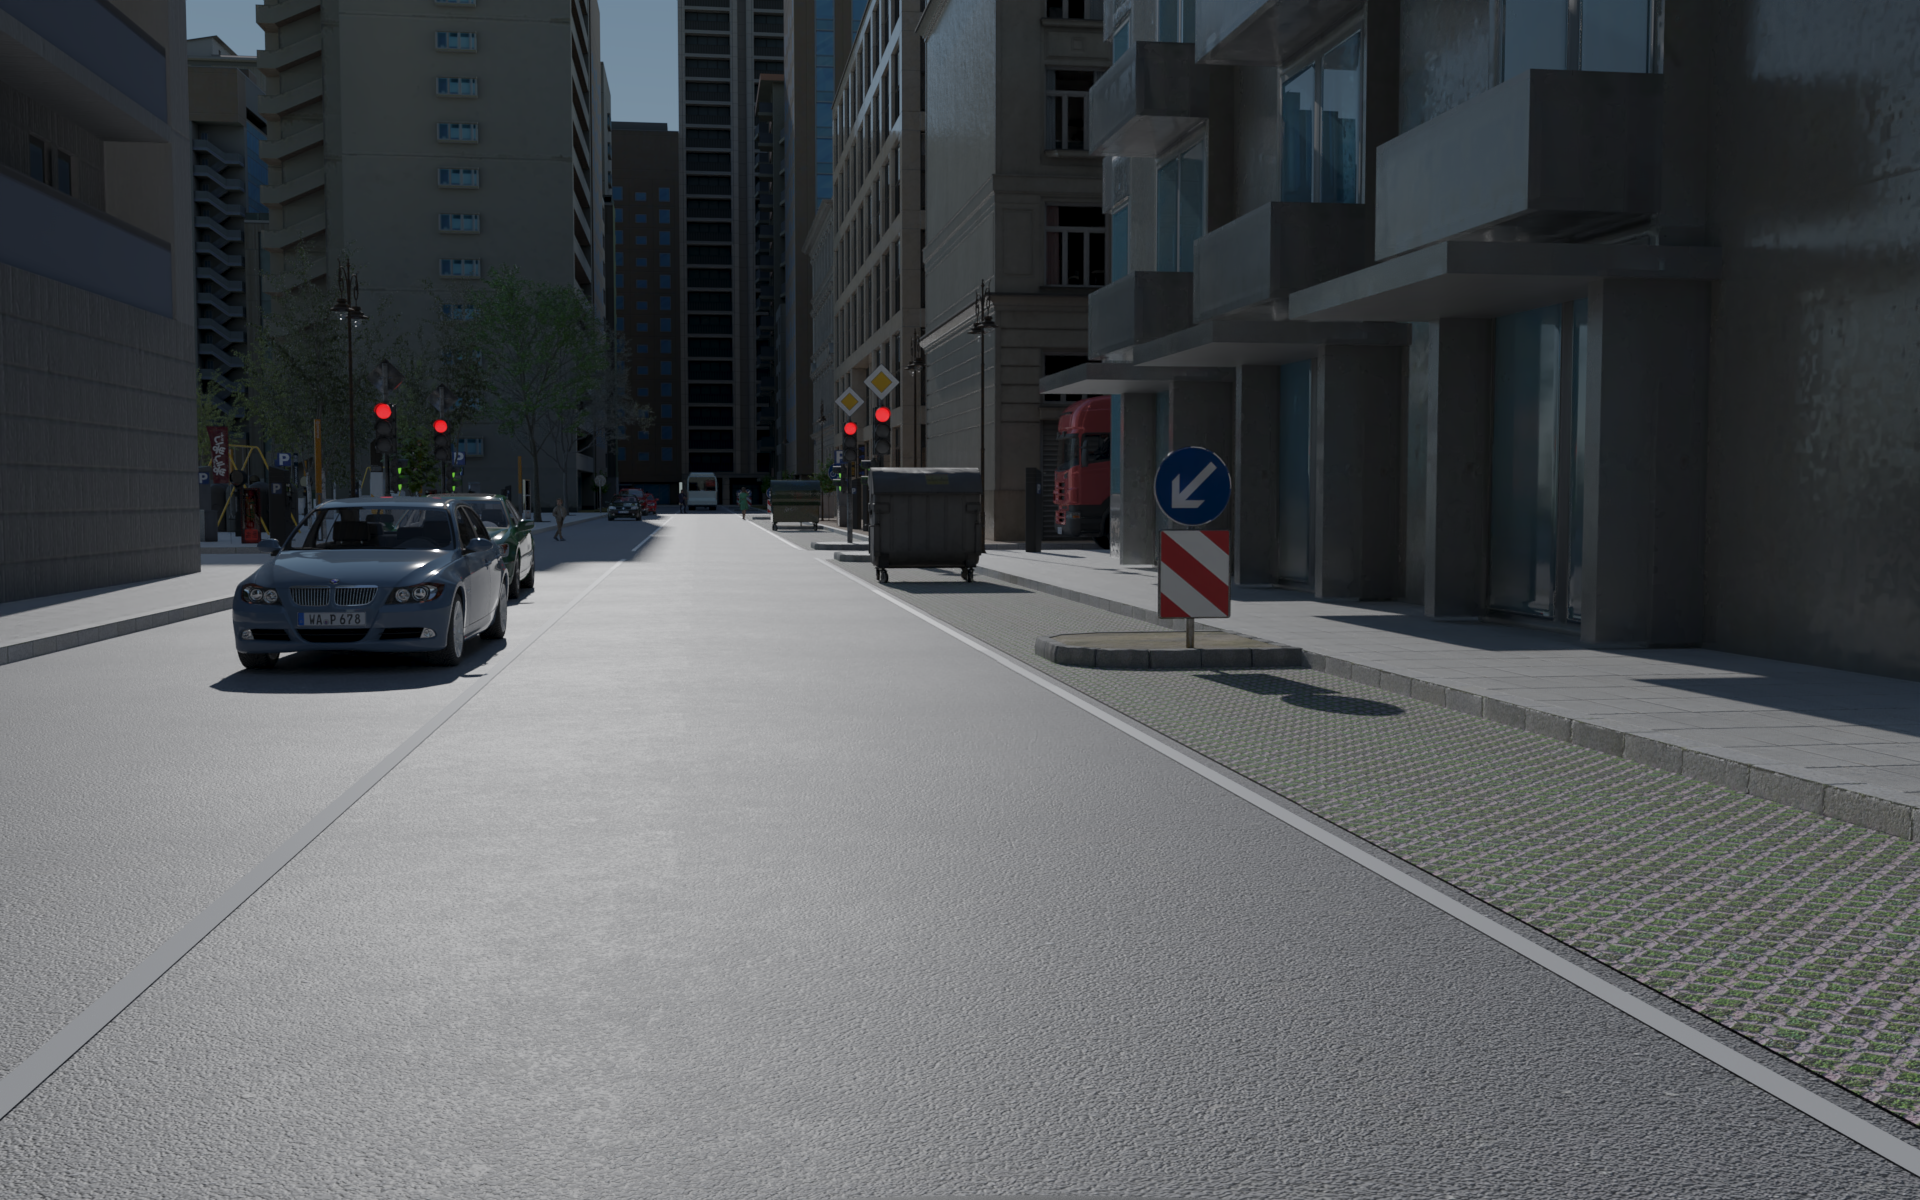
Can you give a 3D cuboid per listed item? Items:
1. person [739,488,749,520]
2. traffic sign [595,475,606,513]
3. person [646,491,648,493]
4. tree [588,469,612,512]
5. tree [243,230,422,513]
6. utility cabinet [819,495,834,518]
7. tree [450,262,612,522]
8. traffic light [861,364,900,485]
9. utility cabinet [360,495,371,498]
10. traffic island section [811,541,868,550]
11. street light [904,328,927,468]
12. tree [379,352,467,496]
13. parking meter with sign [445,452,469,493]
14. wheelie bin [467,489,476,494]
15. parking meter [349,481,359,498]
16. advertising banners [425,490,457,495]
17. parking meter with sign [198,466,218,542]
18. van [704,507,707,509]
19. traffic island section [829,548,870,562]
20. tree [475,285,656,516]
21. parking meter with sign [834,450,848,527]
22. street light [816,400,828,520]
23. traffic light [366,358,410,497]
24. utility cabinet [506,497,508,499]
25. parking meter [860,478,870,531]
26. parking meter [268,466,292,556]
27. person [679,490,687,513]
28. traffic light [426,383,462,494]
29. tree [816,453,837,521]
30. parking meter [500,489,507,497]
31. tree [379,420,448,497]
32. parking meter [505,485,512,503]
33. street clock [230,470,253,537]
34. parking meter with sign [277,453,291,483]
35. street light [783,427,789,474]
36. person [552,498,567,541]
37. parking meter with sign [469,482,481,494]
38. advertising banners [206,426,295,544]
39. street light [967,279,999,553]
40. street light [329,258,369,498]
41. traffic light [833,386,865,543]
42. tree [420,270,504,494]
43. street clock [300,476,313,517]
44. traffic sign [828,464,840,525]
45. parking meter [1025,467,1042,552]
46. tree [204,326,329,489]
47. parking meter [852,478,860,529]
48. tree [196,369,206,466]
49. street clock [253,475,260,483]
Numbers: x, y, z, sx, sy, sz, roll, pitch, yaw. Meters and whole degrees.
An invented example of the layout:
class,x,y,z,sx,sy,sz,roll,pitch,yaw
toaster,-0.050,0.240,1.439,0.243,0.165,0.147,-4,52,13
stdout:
class,x,y,z,sx,sy,sz,roll,pitch,yaw
person,-12.059,-5.369,96.530,0.600,1.795,0.529,0,4,0
traffic sign,-23.994,-7.061,115.545,0.768,2.556,0.104,0,4,1
person,-31.621,-10.177,175.583,0.721,1.739,1.217,1,4,11
tree,-25.645,-7.934,124.318,1.663,3.219,1.824,0,3,0
tree,-17.967,-6.056,49.377,4.360,8.622,3.978,0,3,0
utility cabinet,-7.325,-5.047,93.687,1.020,1.237,0.306,-2,4,-31
tree,-19.441,-9.355,78.711,9.928,11.665,9.643,0,3,0
traffic light,-1.716,-2.967,37.438,0.839,4.253,0.868,-1,4,-9
utility cabinet,-26.220,-4.043,77.266,1.020,1.237,0.306,1,4,9
traffic island section,-2.865,-1.417,45.454,2.009,0.180,2.903,-1,4,-9
street light,-1.252,-4.627,48.447,0.468,5.910,1.993,-1,4,-9
tree,-27.988,-8.525,89.751,4.737,8.622,4.395,0,3,0
parking meter with sign,-20.620,-4.529,70.309,0.543,3.016,1.738,0,4,4
wheelie bin,-29.269,-5.848,103.524,0.693,1.594,0.980,-1,4,-19
parking meter,-28.070,-4.560,80.270,0.399,1.863,0.255,-2,4,-31
advertising banners,-18.708,-3.983,61.306,2.074,3.025,0.090,1,4,19
parking meter with sign,-20.684,-3.102,46.972,1.738,3.016,0.543,3,5,43
van,-26.124,-10.152,172.999,2.013,2.044,4.112,-1,4,-8
traffic island section,-1.674,-0.934,37.558,2.009,0.180,2.903,-1,4,-9
tree,-23.571,-11.769,102.800,12.009,13.543,11.850,0,3,0
parking meter with sign,-4.615,-4.396,68.137,0.543,3.016,1.738,0,4,-8
street light,-6.686,-6.803,84.018,0.468,5.910,1.993,-1,4,-9
traffic light,-11.860,-2.873,35.898,0.839,4.253,0.868,-1,4,-9
utility cabinet,-14.883,-2.723,55.686,0.306,1.237,1.020,1,4,12
parking meter,-3.133,-3.297,59.624,0.399,1.863,0.255,-3,5,-45
parking meter,-14.034,-1.839,35.780,0.399,1.863,0.255,0,4,6
person,-20.383,-7.264,127.712,0.568,1.767,0.683,3,4,38
traffic light,-13.051,-3.356,43.794,0.839,4.253,0.868,-1,4,-9
tree,-6.084,-5.313,81.463,1.663,3.219,1.824,0,3,0
parking meter,-23.820,-5.016,90.428,0.372,1.533,0.369,0,3,0
tree,-14.246,-3.114,45.515,1.663,3.219,1.824,0,3,0
parking meter,-29.665,-6.605,113.704,0.399,1.863,0.255,0,4,2
street clock,-21.717,-2.911,52.168,0.471,2.002,0.358,1,4,9
parking meter with sign,-28.355,-4.677,72.732,0.543,3.016,1.738,-1,4,-21
street light,-12.036,-8.979,119.601,0.468,5.910,1.993,-1,4,-9
person,-12.203,-2.451,52.852,0.640,1.303,0.475,3,4,36
parking meter with sign,-31.228,-7.048,111.495,1.738,3.016,0.543,-2,4,-33
advertising banners,-18.332,-2.973,44.793,2.074,3.025,0.090,-2,4,-27
street light,0.488,-3.952,37.401,0.468,5.910,1.993,-1,4,-9
street light,-11.985,-3.750,34.103,0.468,5.910,1.993,-1,4,-9
traffic light,-2.906,-3.450,45.334,0.839,4.253,0.868,-1,4,-9
tree,-16.883,-6.526,57.066,4.360,8.622,3.978,0,3,0
street clock,-26.183,-3.966,69.422,0.471,2.002,0.358,1,4,22
traffic sign,-5.016,-4.334,70.966,0.768,2.556,0.104,0,4,-3
parking meter,1.624,-1.988,38.213,0.255,1.863,0.399,2,4,25
tree,-30.171,-7.737,76.856,4.737,8.622,4.395,0,3,0
parking meter,-3.824,-3.526,63.354,0.399,1.863,0.255,2,4,33
tree,-43.189,-9.092,99.013,4.737,8.622,4.395,0,3,0
street clock,-27.006,-3.770,66.211,0.358,2.002,0.471,3,4,37
